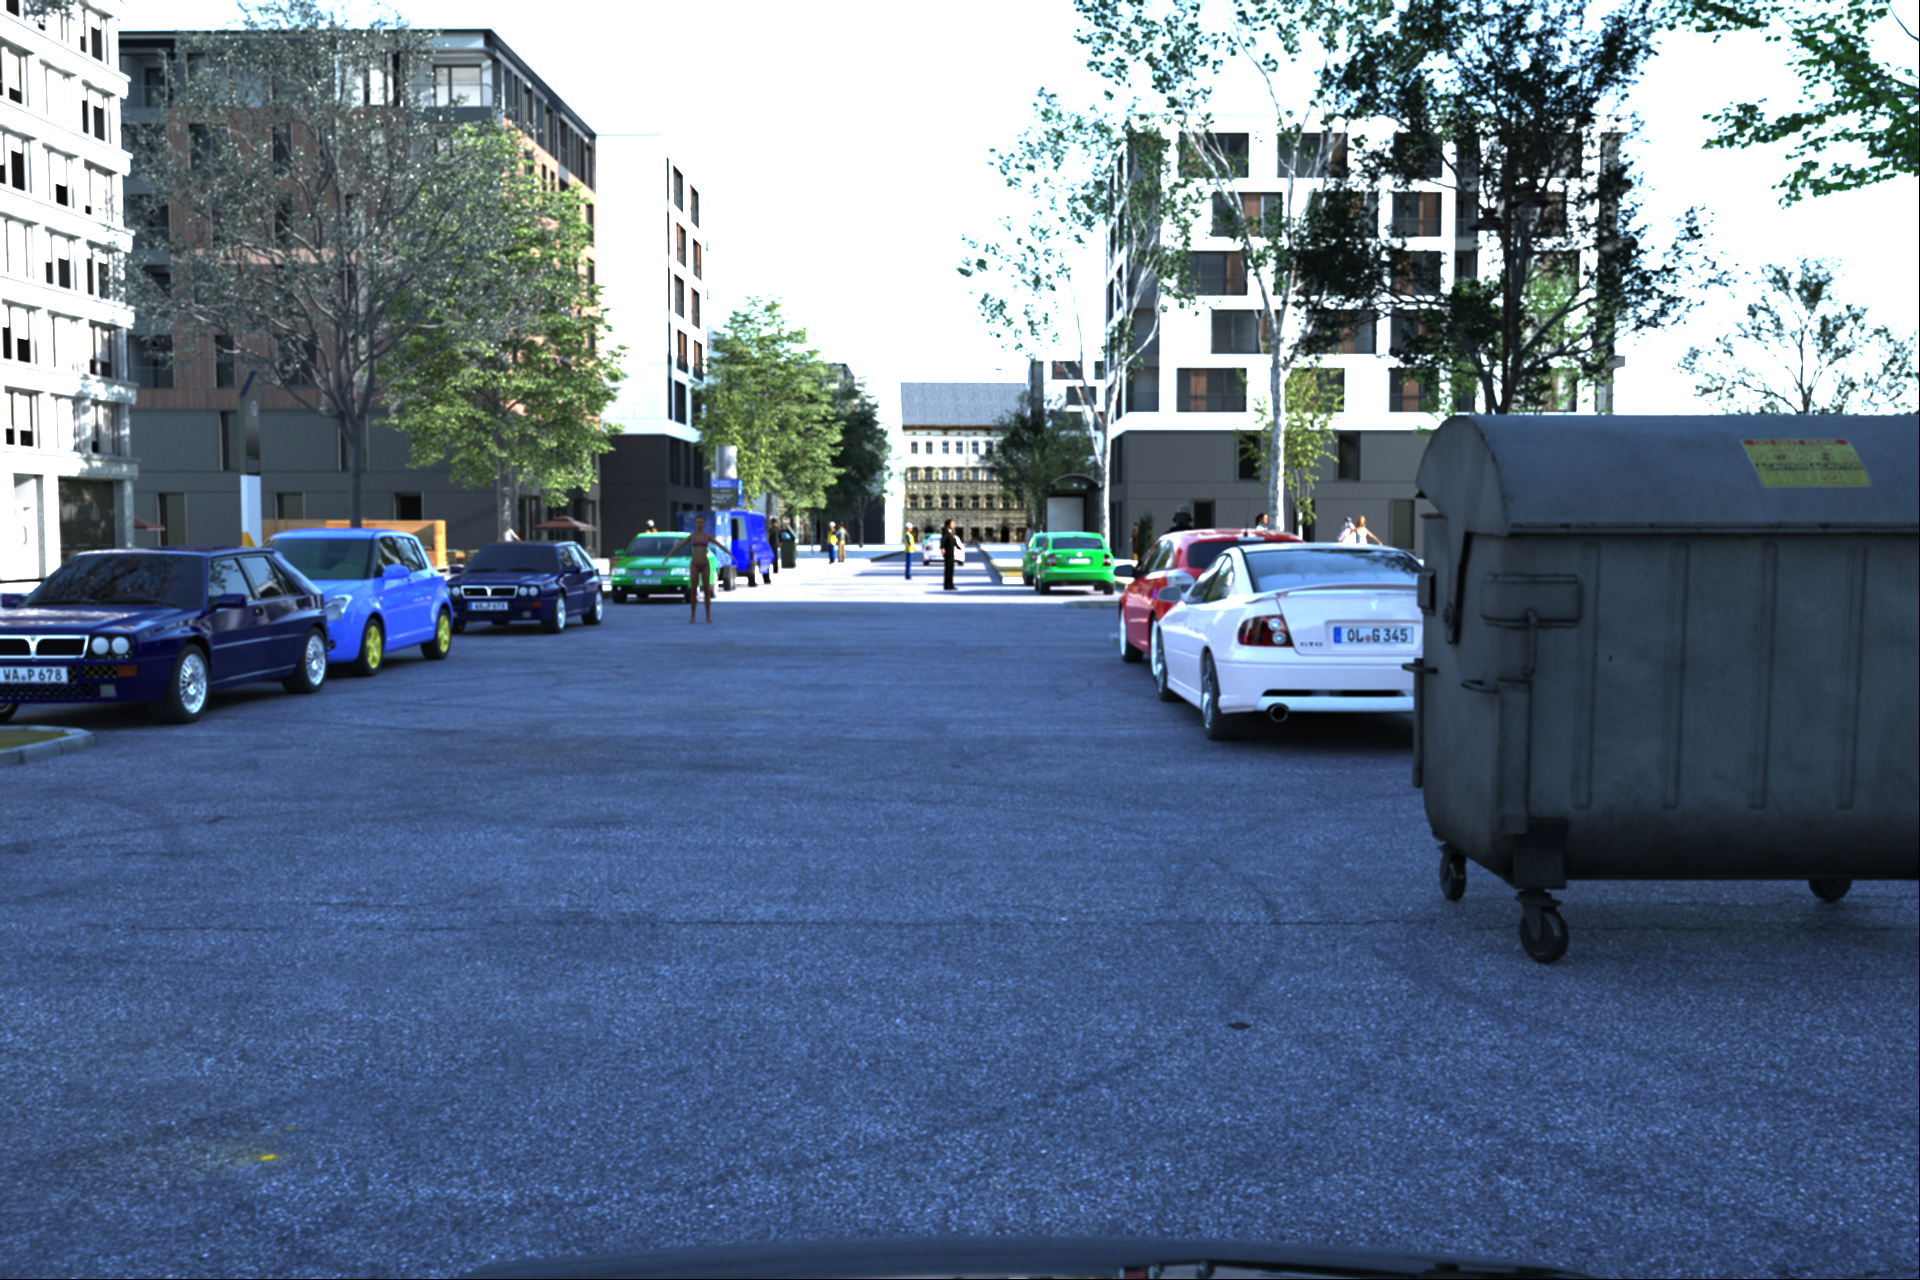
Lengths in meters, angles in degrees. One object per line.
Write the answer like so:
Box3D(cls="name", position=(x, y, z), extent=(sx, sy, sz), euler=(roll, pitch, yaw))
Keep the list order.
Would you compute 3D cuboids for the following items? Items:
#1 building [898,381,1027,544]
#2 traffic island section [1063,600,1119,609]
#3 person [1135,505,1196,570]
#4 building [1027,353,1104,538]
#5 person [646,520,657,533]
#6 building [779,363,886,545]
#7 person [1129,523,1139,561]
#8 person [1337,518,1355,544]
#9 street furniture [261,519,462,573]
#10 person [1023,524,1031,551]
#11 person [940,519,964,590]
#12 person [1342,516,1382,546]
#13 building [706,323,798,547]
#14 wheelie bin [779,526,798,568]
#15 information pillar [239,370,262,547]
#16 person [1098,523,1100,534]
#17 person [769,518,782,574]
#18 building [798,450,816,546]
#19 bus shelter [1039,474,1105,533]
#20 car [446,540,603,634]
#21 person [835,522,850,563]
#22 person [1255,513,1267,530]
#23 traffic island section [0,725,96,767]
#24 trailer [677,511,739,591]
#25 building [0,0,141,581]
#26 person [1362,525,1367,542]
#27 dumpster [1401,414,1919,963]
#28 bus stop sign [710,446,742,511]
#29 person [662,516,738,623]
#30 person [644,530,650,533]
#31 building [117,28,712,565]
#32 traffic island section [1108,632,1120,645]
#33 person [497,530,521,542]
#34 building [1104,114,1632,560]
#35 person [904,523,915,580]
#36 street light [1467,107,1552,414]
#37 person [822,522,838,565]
Box3D(cls="building", position=(0.400, -25.340, 247.690), extent=(18.063, 23.208, 19.493), euler=(0, 4, -4))
Box3D(cls="traffic island section", position=(3.037, -0.687, 34.097), extent=(1.991, 0.108, 1.994), euler=(0, 3, 0))
Box3D(cls="person", position=(3.231, -1.039, 25.221), extent=(1.354, 1.856, 0.705), euler=(1, 4, 16))
Box3D(cls="building", position=(22.022, -22.460, 211.191), extent=(27.936, 21.610, 32.646), euler=(0, 4, 1))
Box3D(cls="person", position=(-12.910, -4.056, 72.082), extent=(0.705, 1.858, 1.354), euler=(-3, 5, -44))
Box3D(cls="building", position=(-24.076, -23.158, 222.613), extent=(27.936, 21.610, 32.646), euler=(0, 4, 0))
Box3D(cls="person", position=(8.348, -4.682, 82.680), extent=(0.704, 1.812, 1.346), euler=(1, 4, 22))
Box3D(cls="person", position=(10.991, -2.599, 49.210), extent=(0.621, 1.740, 0.551), euler=(3, 4, 36))
Box3D(cls="street furniture", position=(-20.409, -3.032, 56.421), extent=(11.010, 1.723, 9.812), euler=(-1, 4, -9))
Box3D(cls="person", position=(3.403, -4.962, 87.311), extent=(0.705, 1.806, 1.347), euler=(0, 4, -7))
Box3D(cls="person", position=(-0.250, -2.182, 44.326), extent=(0.705, 1.806, 1.347), euler=(2, 4, 23))
Box3D(cls="person", position=(10.578, -2.389, 45.671), extent=(1.214, 1.753, 0.721), euler=(-1, 4, -13))
Box3D(cls="building", position=(-26.641, -21.022, 174.631), extent=(19.493, 23.208, 18.063), euler=(0, 4, 1))
Box3D(cls="wheelie bin", position=(-6.428, -3.474, 64.710), extent=(0.693, 1.594, 0.980), euler=(0, 4, 2))
Box3D(cls="information pillar", position=(-10.061, -2.033, 24.594), extent=(0.183, 3.616, 0.504), euler=(0, 4, 1))
Box3D(cls="person", position=(6.356, -4.374, 77.444), extent=(0.705, 1.837, 1.347), euler=(1, 4, 19))
Box3D(cls="person", position=(-6.080, -3.062, 56.294), extent=(0.704, 1.802, 1.346), euler=(1, 4, 22))
Box3D(cls="building", position=(-26.466, -22.370, 196.675), extent=(19.493, 23.208, 18.063), euler=(0, 3, 0))
Box3D(cls="bus shelter", position=(3.872, -4.085, 60.711), extent=(2.014, 3.302, 5.546), euler=(0, 4, 0))
Box3D(cls="car", position=(-6.569, -0.828, 26.110), extent=(1.945, 1.354, 3.894), euler=(0, 4, 1))
Box3D(cls="person", position=(-5.317, -4.331, 77.084), extent=(0.705, 1.796, 1.348), euler=(3, 4, 38))
Box3D(cls="person", position=(6.670, -1.894, 37.794), extent=(0.721, 1.735, 1.217), euler=(3, 4, 39))
Box3D(cls="traffic island section", position=(-6.823, 0.713, 11.206), extent=(1.991, 0.108, 1.994), euler=(0, 4, 1))
Box3D(cls="trailer", position=(-6.438, -2.204, 43.082), extent=(1.471, 1.999, 3.904), euler=(0, 4, 0))
Box3D(cls="building", position=(-28.352, -11.976, 42.486), extent=(8.464, 21.280, 15.925), euler=(0, 4, 1))
Box3D(cls="person", position=(17.123, -4.141, 73.832), extent=(0.704, 1.817, 1.347), euler=(0, 4, 4))
Box3D(cls="dumpster", position=(2.644, 0.120, 6.252), extent=(1.865, 1.857, 1.264), euler=(0, 4, 0))
Box3D(cls="bus stop sign", position=(-6.999, -3.845, 51.880), extent=(0.837, 3.901, 0.837), euler=(0, 4, 1))
Box3D(cls="person", position=(-4.212, -1.152, 28.094), extent=(1.217, 1.733, 0.721), euler=(-1, 4, -9))
Box3D(cls="person", position=(-11.515, -3.359, 64.188), extent=(0.599, 1.433, 0.991), euler=(-2, 4, -24))
Box3D(cls="building", position=(-29.073, -14.856, 86.873), extent=(27.936, 21.610, 32.646), euler=(0, 4, 1))
Box3D(cls="traffic island section", position=(2.992, -0.010, 23.022), extent=(1.991, 0.108, 1.994), euler=(0, 3, 0))
Box3D(cls="person", position=(-18.253, -3.923, 69.996), extent=(0.705, 1.847, 1.347), euler=(2, 4, 28))
Box3D(cls="building", position=(22.132, -15.714, 100.893), extent=(27.936, 21.610, 32.646), euler=(0, 3, 0))
Box3D(cls="person", position=(-1.535, -2.782, 54.400), extent=(0.721, 1.772, 1.216), euler=(0, 4, -6))
Box3D(cls="street light", position=(6.094, -2.849, 19.377), extent=(0.468, 5.910, 1.993), euler=(0, 3, 0))
Box3D(cls="person", position=(-5.425, -4.020, 72.193), extent=(0.721, 1.772, 1.216), euler=(-2, 4, -33))
